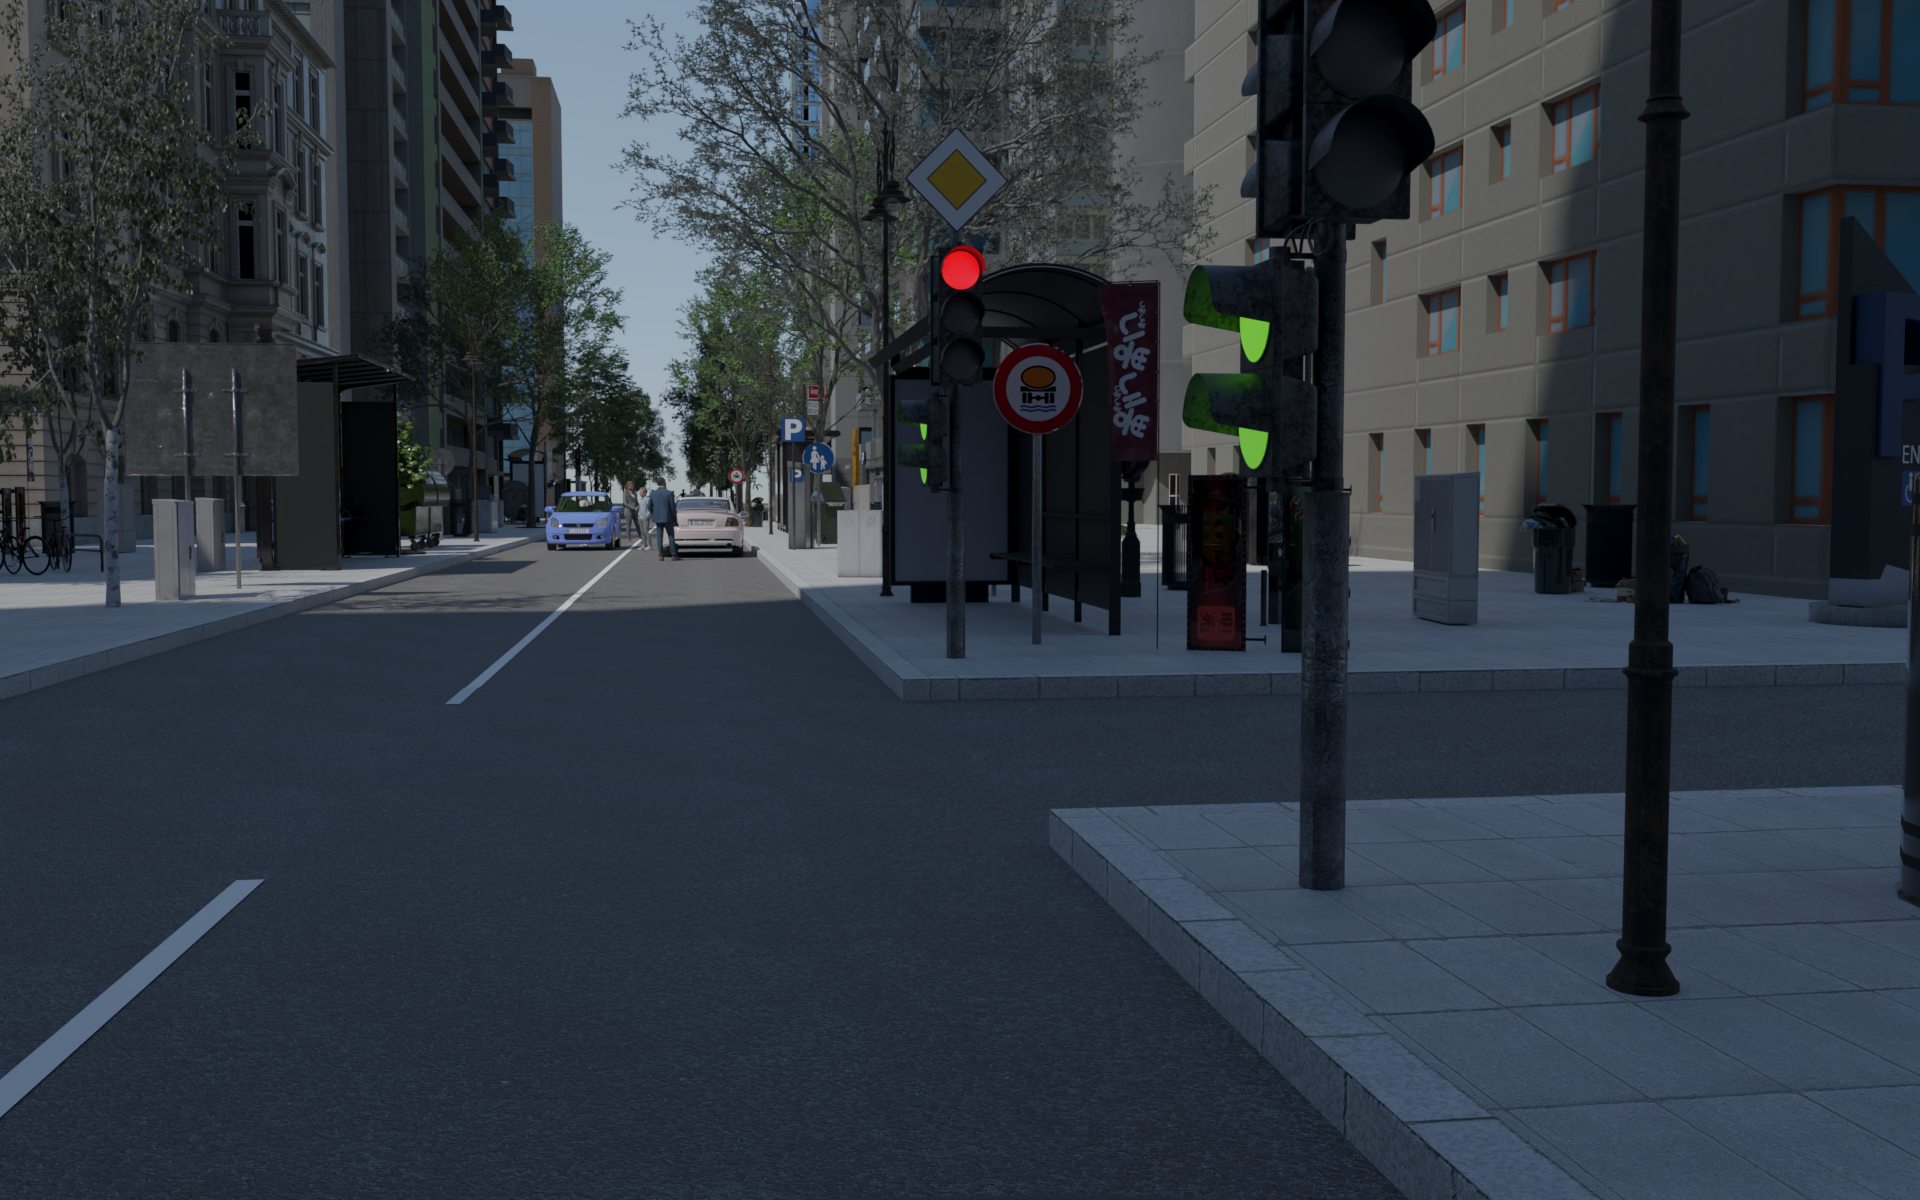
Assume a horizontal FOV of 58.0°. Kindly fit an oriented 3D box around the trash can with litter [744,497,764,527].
[{"bbox_3d":[-8.026,-3.403,67.027,0.624,1.170,1.055,-3,4,-38],"label":"trash can with litter"}]

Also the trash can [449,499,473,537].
[{"bbox_3d":[-14.932,-2.455,51.785,0.748,1.137,0.748,0,3,0],"label":"trash can"}]

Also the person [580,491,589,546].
[{"bbox_3d":[-10.321,-2.233,47.610,0.503,1.515,0.523,1,4,21],"label":"person"}]

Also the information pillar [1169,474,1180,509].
[{"bbox_3d":[7.796,-3.581,63.046,0.304,2.012,0.304,2,4,28],"label":"information pillar"}]

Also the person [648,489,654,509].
[{"bbox_3d":[-24.545,-7.933,138.210,1.348,1.823,0.705,-3,5,-44],"label":"person"}]

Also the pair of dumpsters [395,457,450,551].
[{"bbox_3d":[-13.039,-2.331,40.610,1.574,2.255,4.437,-1,4,-9],"label":"pair of dumpsters"}]

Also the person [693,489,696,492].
[{"bbox_3d":[-13.104,-4.658,85.667,0.512,1.701,0.522,3,5,39],"label":"person"}]

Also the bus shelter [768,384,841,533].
[{"bbox_3d":[-5.569,-5.089,60.838,2.179,5.291,8.768,-1,4,-9],"label":"bus shelter"}]

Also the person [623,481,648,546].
[{"bbox_3d":[-8.956,-2.380,47.694,0.573,1.790,0.520,1,4,23],"label":"person"}]

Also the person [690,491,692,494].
[{"bbox_3d":[-22.644,-8.368,146.028,1.217,1.735,0.721,1,4,13],"label":"person"}]

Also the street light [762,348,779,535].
[{"bbox_3d":[-5.993,-5.014,54.763,0.468,5.910,1.993,-1,4,-9],"label":"street light"}]

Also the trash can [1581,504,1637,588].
[{"bbox_3d":[8.928,-0.744,23.825,0.748,1.137,0.748,0,3,0],"label":"trash can"}]

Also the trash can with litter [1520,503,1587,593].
[{"bbox_3d":[7.749,-0.681,22.519,0.624,1.170,1.055,3,4,37],"label":"trash can with litter"}]

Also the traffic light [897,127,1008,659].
[{"bbox_3d":[-0.051,-1.500,13.445,0.839,4.253,0.868,-1,4,-9],"label":"traffic light"}]

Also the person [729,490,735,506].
[{"bbox_3d":[-21.825,-9.655,166.363,1.348,1.823,0.705,3,5,43],"label":"person"}]

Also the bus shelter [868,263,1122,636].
[{"bbox_3d":[0.328,-1.468,17.926,2.014,3.302,5.546,-1,4,-9],"label":"bus shelter"}]

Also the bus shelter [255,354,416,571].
[{"bbox_3d":[-11.379,-2.487,31.941,1.731,3.624,6.357,-1,4,-9],"label":"bus shelter"}]

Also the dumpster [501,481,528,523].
[{"bbox_3d":[-19.193,-4.235,75.007,1.264,1.857,1.865,-1,4,-9],"label":"dumpster"}]

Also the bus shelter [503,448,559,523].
[{"bbox_3d":[-19.652,-5.240,79.603,2.014,3.302,5.546,-1,4,-9],"label":"bus shelter"}]

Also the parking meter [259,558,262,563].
[{"bbox_3d":[-12.990,-1.477,32.564,0.372,1.533,0.369,0,3,0],"label":"parking meter"}]

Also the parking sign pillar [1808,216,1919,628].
[{"bbox_3d":[9.241,-1.752,17.111,1.447,3.967,1.447,-2,4,-28],"label":"parking sign pillar"}]

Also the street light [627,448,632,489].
[{"bbox_3d":[-29.731,-11.135,154.851,0.468,5.910,1.993,-1,4,-9],"label":"street light"}]

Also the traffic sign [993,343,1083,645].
[{"bbox_3d":[0.657,-0.894,14.724,0.768,2.556,0.104,0,4,-4],"label":"traffic sign"}]

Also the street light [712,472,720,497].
[{"bbox_3d":[-25.235,-12.633,179.337,0.468,5.910,1.993,-1,4,-9],"label":"street light"}]

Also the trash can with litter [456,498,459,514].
[{"bbox_3d":[-17.968,-2.988,60.242,1.055,1.170,0.624,1,4,21],"label":"trash can with litter"}]

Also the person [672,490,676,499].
[{"bbox_3d":[-31.510,-11.143,190.619,0.705,1.831,1.348,-2,4,-32],"label":"person"}]

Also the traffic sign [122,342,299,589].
[{"bbox_3d":[-10.089,-1.802,23.344,2.265,3.308,0.079,0,4,-5],"label":"traffic sign"}]

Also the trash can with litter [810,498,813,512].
[{"bbox_3d":[-4.514,-2.388,50.439,0.624,1.170,1.055,1,4,16],"label":"trash can with litter"}]

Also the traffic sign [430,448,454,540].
[{"bbox_3d":[-14.348,-2.920,47.844,0.768,2.556,0.104,0,4,-3],"label":"traffic sign"}]

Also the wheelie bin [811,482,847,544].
[{"bbox_3d":[-3.395,-2.237,44.484,0.980,1.594,0.693,-3,4,-37],"label":"wheelie bin"}]

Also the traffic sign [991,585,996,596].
[{"bbox_3d":[0.426,-1.328,21.716,0.884,2.594,0.081,0,4,-5],"label":"traffic sign"}]

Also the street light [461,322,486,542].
[{"bbox_3d":[-13.066,-4.517,46.636,0.468,5.910,1.993,-1,4,-9],"label":"street light"}]

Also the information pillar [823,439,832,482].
[{"bbox_3d":[-5.699,-5.055,74.009,0.504,3.616,0.183,1,4,12],"label":"information pillar"}]

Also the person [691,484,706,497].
[{"bbox_3d":[-10.302,-3.634,67.899,0.794,1.824,0.713,1,4,8],"label":"person"}]

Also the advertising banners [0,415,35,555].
[{"bbox_3d":[-20.345,-2.523,37.443,0.090,3.025,2.074,-1,4,-9],"label":"advertising banners"}]

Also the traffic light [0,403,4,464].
[{"bbox_3d":[-7.324,-1.431,12.313,0.839,4.253,0.868,-1,4,-9],"label":"traffic light"}]

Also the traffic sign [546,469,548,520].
[{"bbox_3d":[-20.615,-5.277,86.380,0.768,2.556,0.104,0,4,-7],"label":"traffic sign"}]

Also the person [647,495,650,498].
[{"bbox_3d":[-22.587,-7.118,124.755,0.599,1.838,0.709,-2,4,-29],"label":"person"}]

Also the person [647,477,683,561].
[{"bbox_3d":[-6.337,-1.742,37.159,0.721,1.800,0.419,0,4,1],"label":"person"}]

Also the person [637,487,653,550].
[{"bbox_3d":[-8.092,-2.085,44.393,0.330,1.601,0.589,-2,4,-32],"label":"person"}]

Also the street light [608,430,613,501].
[{"bbox_3d":[-24.492,-9.085,121.322,0.468,5.910,1.993,-1,4,-9],"label":"street light"}]

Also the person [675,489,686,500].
[{"bbox_3d":[-20.440,-7.305,127.956,1.348,1.822,0.705,-1,4,-21],"label":"person"}]

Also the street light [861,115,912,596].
[{"bbox_3d":[-0.925,-2.988,21.640,0.468,5.910,1.993,-1,4,-9],"label":"street light"}]

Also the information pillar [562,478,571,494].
[{"bbox_3d":[-18.548,-4.723,81.719,0.304,2.012,0.304,-3,5,-44],"label":"information pillar"}]

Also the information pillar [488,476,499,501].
[{"bbox_3d":[-18.739,-3.981,69.574,0.304,2.012,0.304,1,4,17],"label":"information pillar"}]

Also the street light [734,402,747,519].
[{"bbox_3d":[-11.013,-7.012,87.438,0.468,5.910,1.993,-1,4,-9],"label":"street light"}]

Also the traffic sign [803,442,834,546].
[{"bbox_3d":[-3.485,-2.604,42.687,0.768,2.556,0.104,0,4,-3],"label":"traffic sign"}]

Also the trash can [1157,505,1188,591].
[{"bbox_3d":[3.008,-0.707,23.213,0.748,1.137,0.748,0,3,0],"label":"trash can"}]

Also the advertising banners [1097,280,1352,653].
[{"bbox_3d":[2.126,-1.095,14.084,2.074,3.025,0.090,1,4,17],"label":"advertising banners"}]

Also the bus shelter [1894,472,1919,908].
[{"bbox_3d":[3.759,-1.448,1.302,2.179,5.291,8.768,-1,4,-9],"label":"bus shelter"}]

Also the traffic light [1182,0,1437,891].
[{"bbox_3d":[1.165,-1.017,5.553,0.839,4.253,0.868,-1,4,-9],"label":"traffic light"}]

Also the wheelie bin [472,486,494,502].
[{"bbox_3d":[-17.859,-3.475,64.725,0.980,1.594,0.693,0,4,-3],"label":"wheelie bin"}]

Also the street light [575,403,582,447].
[{"bbox_3d":[-19.429,-7.056,88.159,0.468,5.910,1.993,-1,4,-9],"label":"street light"}]

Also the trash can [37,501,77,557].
[{"bbox_3d":[-18.570,-1.468,35.654,0.748,1.137,0.748,0,3,0],"label":"trash can"}]

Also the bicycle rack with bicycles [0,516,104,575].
[{"bbox_3d":[-15.320,-0.905,28.179,2.925,0.926,2.852,3,5,42],"label":"bicycle rack with bicycles"}]

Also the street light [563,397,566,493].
[{"bbox_3d":[-18.112,-6.517,79.339,0.468,5.910,1.993,-1,4,-9],"label":"street light"}]

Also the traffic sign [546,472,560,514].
[{"bbox_3d":[-20.136,-5.161,85.575,0.795,2.450,0.064,0,4,-8],"label":"traffic sign"}]

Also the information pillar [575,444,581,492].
[{"bbox_3d":[-17.861,-5.486,81.050,0.183,3.616,0.504,-3,4,-36],"label":"information pillar"}]

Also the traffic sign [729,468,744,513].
[{"bbox_3d":[-11.024,-5.225,85.534,0.768,2.556,0.104,0,4,-2],"label":"traffic sign"}]
